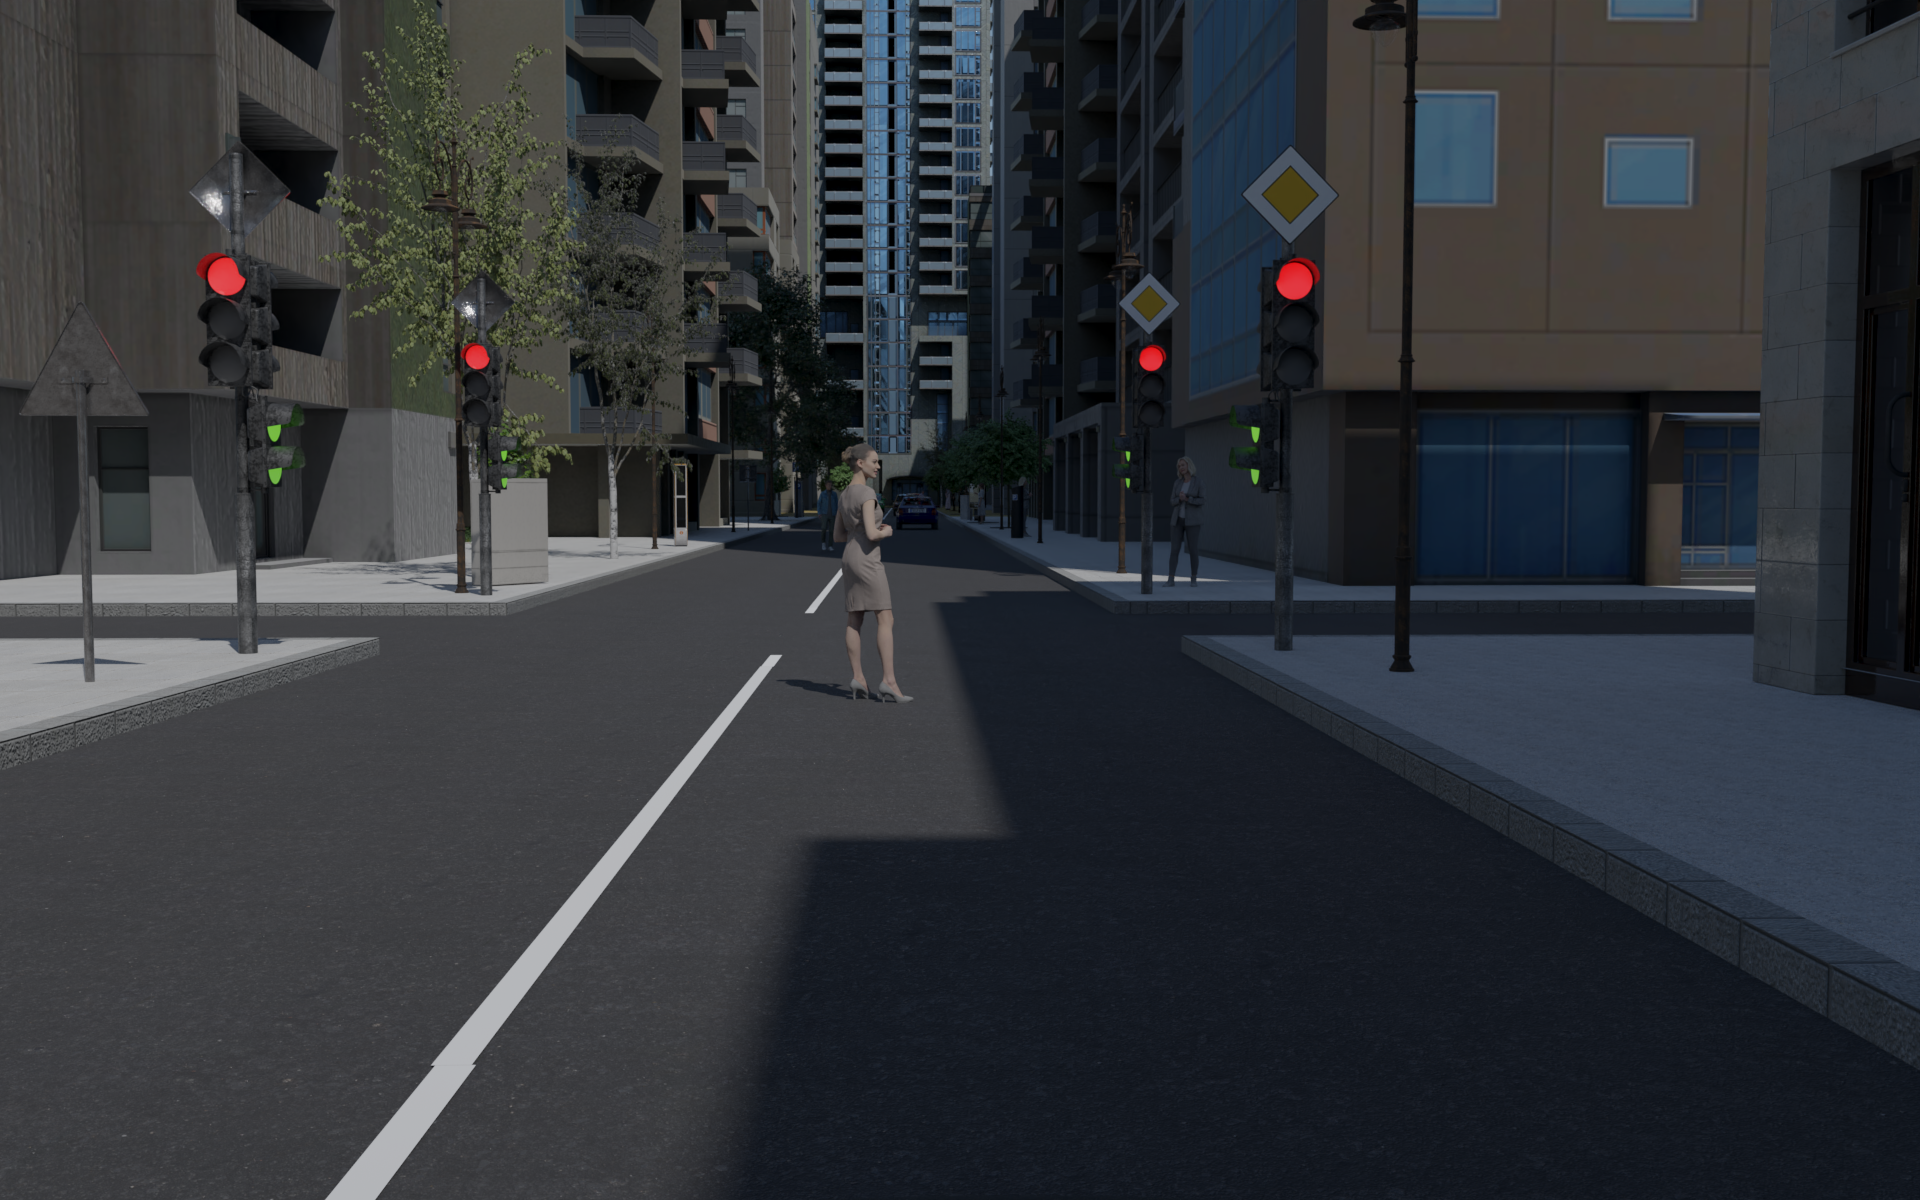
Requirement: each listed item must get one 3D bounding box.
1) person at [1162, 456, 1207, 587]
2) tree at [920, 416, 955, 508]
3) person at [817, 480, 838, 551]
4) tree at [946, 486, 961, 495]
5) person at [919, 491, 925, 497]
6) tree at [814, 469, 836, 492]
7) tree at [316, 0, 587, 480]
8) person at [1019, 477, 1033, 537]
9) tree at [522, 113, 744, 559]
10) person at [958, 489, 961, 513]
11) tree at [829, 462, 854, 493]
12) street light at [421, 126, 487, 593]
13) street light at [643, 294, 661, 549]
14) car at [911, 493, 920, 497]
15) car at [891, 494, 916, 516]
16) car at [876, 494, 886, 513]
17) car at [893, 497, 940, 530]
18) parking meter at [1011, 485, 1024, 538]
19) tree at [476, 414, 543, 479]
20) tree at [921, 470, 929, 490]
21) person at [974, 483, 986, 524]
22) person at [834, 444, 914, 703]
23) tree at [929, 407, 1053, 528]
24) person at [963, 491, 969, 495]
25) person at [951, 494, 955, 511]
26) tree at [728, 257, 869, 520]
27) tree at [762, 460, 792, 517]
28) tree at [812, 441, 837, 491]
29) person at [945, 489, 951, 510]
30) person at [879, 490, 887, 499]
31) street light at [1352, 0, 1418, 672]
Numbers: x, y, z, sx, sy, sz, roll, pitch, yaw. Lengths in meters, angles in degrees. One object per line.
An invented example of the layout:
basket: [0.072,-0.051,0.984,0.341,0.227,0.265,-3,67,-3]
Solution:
person: [3.128,-1.082,23.917,0.537,1.800,0.526,3,5,40]
tree: [-1.747,-12.996,162.842,4.360,8.622,3.978,0,3,0]
person: [-3.332,-2.136,43.766,0.601,1.785,0.444,-1,4,-17]
tree: [-0.259,-8.221,129.009,1.663,3.219,1.824,0,3,0]
person: [-3.069,-8.085,141.627,0.756,1.711,0.436,-2,4,-35]
tree: [-10.185,-8.419,132.251,1.663,3.219,1.824,0,3,0]
tree: [-7.459,-4.643,26.272,4.737,8.622,4.395,0,3,0]
person: [1.987,-2.815,52.250,0.526,1.800,0.537,1,4,23]
tree: [-6.673,-5.106,33.848,4.360,8.622,3.978,0,3,0]
person: [0.064,-6.716,116.568,0.721,1.735,1.217,0,4,0]
tree: [-11.549,-11.548,172.515,4.285,4.588,4.351,0,3,0]
street light: [-6.459,-3.027,22.272,0.468,5.910,1.993,0,4,-2]
street light: [-7.108,-4.121,40.164,0.468,5.910,1.993,0,4,-2]
car: [-3.994,-8.607,149.756,2.155,1.783,4.494,0,4,-2]
car: [-3.538,-6.391,114.273,2.009,1.686,4.222,0,4,-1]
car: [-6.575,-7.472,130.961,1.959,1.807,4.718,0,4,-3]
car: [-1.768,-3.584,71.179,1.945,1.354,3.894,0,4,-2]
parking meter: [1.667,-2.567,50.387,0.372,1.533,0.369,0,3,0]
tree: [-10.191,-2.734,39.309,1.663,3.219,1.824,0,3,0]
tree: [0.938,-5.679,76.566,4.285,4.588,4.351,0,3,0]
person: [0.824,-4.076,73.260,0.524,1.755,0.480,1,4,11]
person: [-0.616,-0.196,12.047,0.374,1.781,0.599,-2,4,-33]
tree: [1.794,-4.982,65.165,4.285,4.588,4.351,0,3,0]
person: [0.465,-7.196,123.790,0.705,1.812,1.348,3,5,42]
person: [-0.565,-7.806,134.391,0.721,1.735,1.217,0,4,-8]
tree: [-9.175,-10.223,84.161,9.611,12.733,9.660,0,3,0]
tree: [-10.284,-6.281,97.292,1.663,3.219,1.824,0,3,0]
tree: [-11.529,-11.997,146.519,4.737,8.622,4.395,0,3,0]
person: [-0.985,-8.091,139.006,0.621,1.740,0.551,-2,4,-27]
person: [-6.504,-8.168,142.759,1.217,1.735,0.721,2,4,28]
street light: [3.200,-2.421,12.371,0.468,5.910,1.993,0,4,-2]
